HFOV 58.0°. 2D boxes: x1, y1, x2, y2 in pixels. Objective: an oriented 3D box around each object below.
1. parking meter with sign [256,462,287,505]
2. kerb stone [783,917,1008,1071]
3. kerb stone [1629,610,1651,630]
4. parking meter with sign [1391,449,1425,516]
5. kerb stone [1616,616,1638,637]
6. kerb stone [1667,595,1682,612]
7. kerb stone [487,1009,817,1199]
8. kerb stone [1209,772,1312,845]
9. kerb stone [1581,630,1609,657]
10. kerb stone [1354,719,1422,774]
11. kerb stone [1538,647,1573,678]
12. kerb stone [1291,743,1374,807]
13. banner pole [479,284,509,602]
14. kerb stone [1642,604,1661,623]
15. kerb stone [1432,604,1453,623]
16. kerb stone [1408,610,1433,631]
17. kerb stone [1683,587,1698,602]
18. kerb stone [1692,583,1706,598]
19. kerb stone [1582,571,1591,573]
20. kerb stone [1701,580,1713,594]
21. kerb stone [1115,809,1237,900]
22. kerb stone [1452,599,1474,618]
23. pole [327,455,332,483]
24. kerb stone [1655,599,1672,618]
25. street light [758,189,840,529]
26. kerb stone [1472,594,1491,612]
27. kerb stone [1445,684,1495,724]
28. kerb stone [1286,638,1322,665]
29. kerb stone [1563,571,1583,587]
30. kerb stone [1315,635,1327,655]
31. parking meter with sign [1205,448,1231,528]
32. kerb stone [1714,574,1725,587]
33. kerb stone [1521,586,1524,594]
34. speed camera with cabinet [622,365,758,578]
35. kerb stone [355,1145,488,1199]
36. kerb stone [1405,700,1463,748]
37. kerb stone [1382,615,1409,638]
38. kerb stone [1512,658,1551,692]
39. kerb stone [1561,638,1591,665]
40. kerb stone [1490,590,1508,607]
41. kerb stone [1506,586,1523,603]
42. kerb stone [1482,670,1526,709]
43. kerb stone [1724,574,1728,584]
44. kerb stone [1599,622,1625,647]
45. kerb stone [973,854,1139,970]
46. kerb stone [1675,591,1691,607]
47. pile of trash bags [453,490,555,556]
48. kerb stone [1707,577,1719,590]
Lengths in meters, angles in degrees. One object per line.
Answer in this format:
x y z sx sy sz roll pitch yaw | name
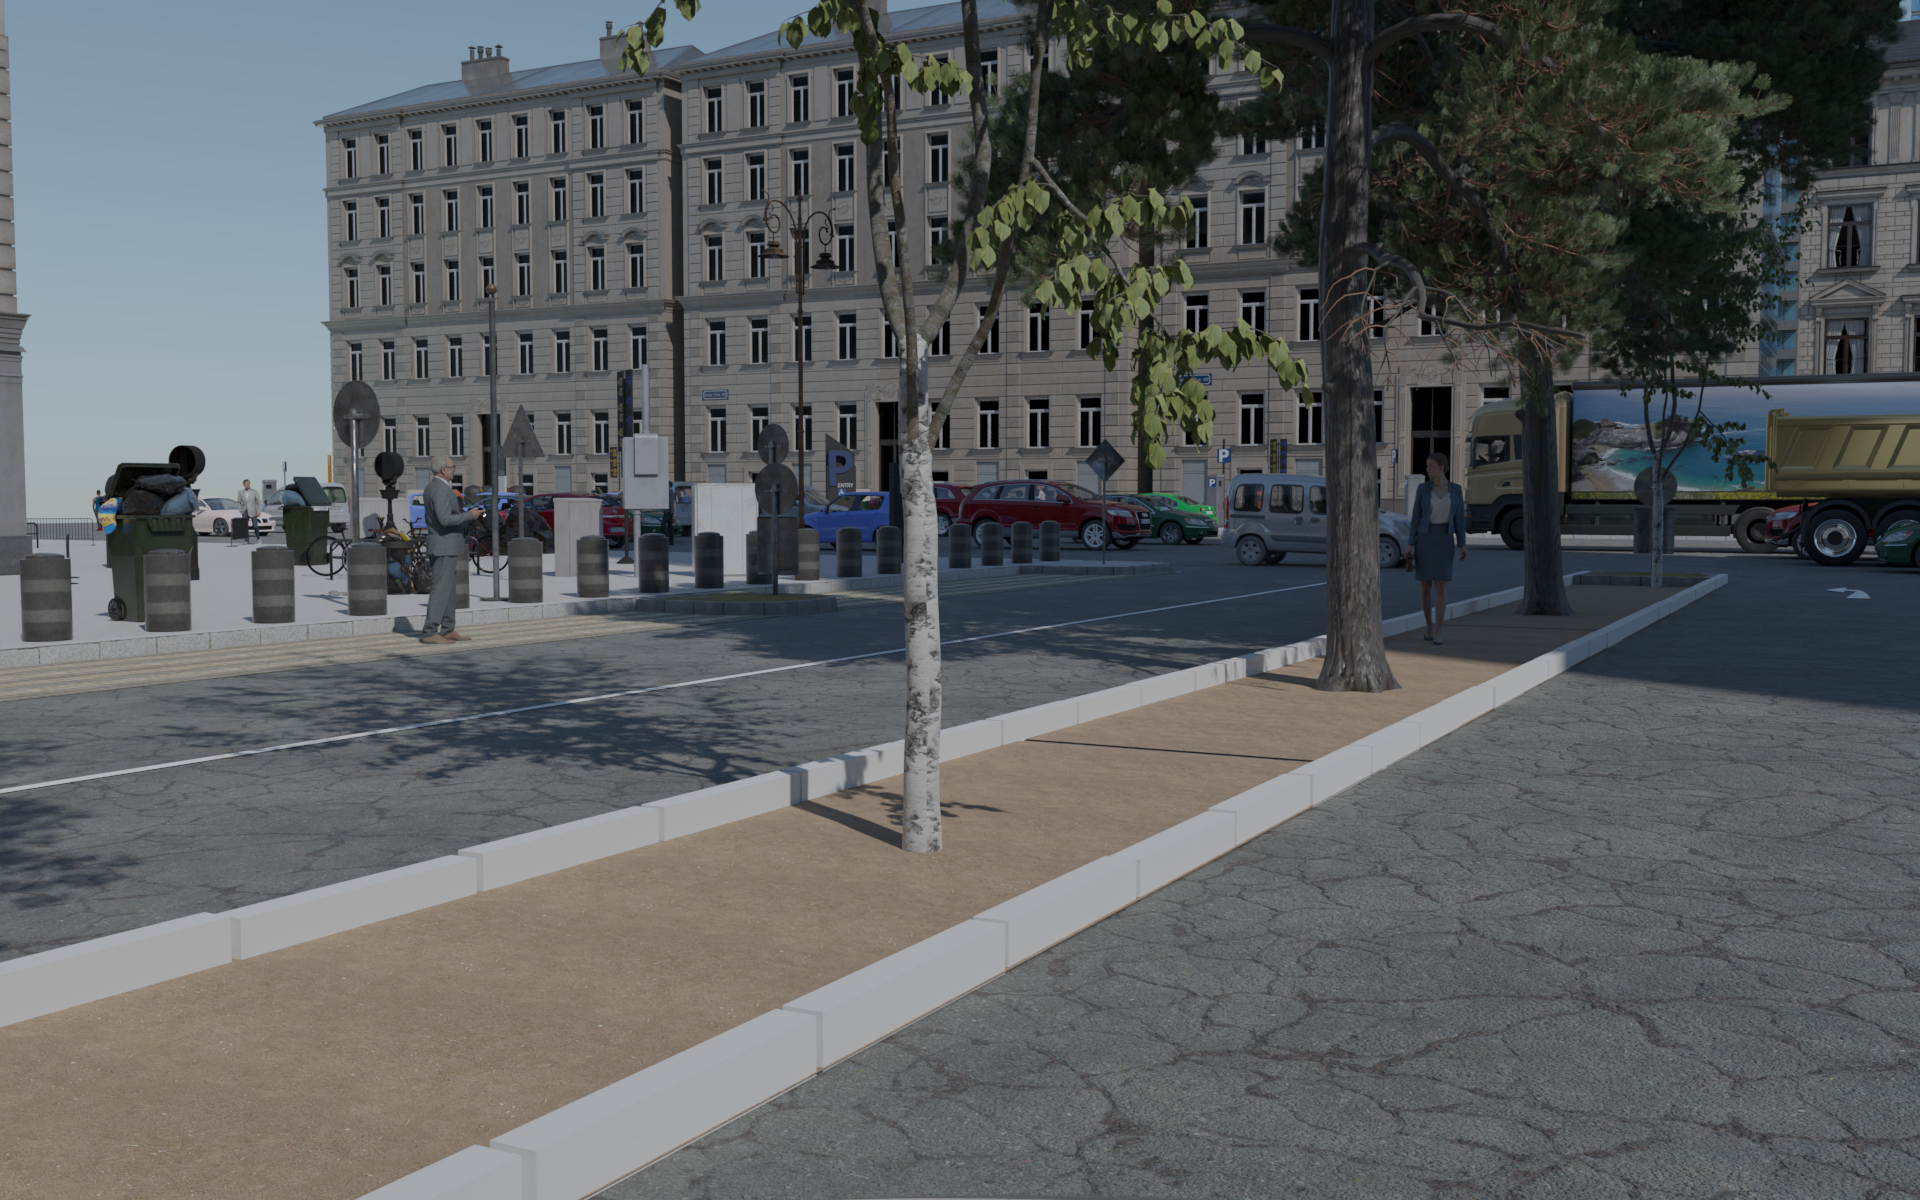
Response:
-36.922 -5.889 92.542 1.738 3.016 0.543 -2 4 -35 | parking meter with sign
-0.155 1.066 4.760 0.120 0.150 1.000 2 4 28 | kerb stone
7.162 0.235 18.349 0.120 0.150 1.000 2 4 28 | kerb stone
17.667 -4.342 67.255 1.738 3.016 0.543 0 4 -5 | parking meter with sign
6.674 0.291 17.445 0.120 0.150 1.000 2 4 28 | kerb stone
8.636 0.073 21.076 0.120 0.150 1.000 2 4 28 | kerb stone
-0.643 1.122 3.852 0.120 0.150 1.000 2 4 28 | kerb stone
1.304 0.900 7.482 0.120 0.150 1.000 2 4 28 | kerb stone
5.700 0.401 15.637 0.120 0.150 1.000 2 4 28 | kerb stone
2.285 0.790 9.289 0.120 0.150 1.000 2 4 28 | kerb stone
4.726 0.512 13.822 0.120 0.150 1.000 2 4 28 | kerb stone
1.799 0.845 8.385 0.120 0.150 1.000 2 4 28 | kerb stone
-5.629 -1.893 20.974 0.401 3.779 0.863 -1 4 -12 | banner pole
7.647 0.182 19.259 0.120 0.150 1.000 2 4 28 | kerb stone
5.304 0.174 19.348 0.120 0.150 1.000 2 4 28 | kerb stone
4.826 0.234 18.440 0.120 0.150 1.000 2 4 28 | kerb stone
9.603 -0.042 22.887 0.120 0.150 1.000 2 4 28 | kerb stone
10.096 -0.097 23.788 0.120 0.150 1.000 2 4 28 | kerb stone
10.205 -0.380 28.411 0.120 0.150 1.000 2 4 28 | kerb stone
10.584 -0.153 24.700 0.120 0.150 1.000 2 4 28 | kerb stone
0.819 0.962 6.578 0.120 0.150 1.000 2 4 28 | kerb stone
5.814 0.119 20.254 0.120 0.150 1.000 2 4 28 | kerb stone
-32.943 -5.916 90.571 0.158 3.312 0.155 0 3 0 | pole
8.137 0.124 20.161 0.120 0.150 1.000 2 4 28 | kerb stone
-2.437 -3.285 26.496 0.468 5.910 1.993 2 4 28 | street light
6.297 0.063 21.171 0.120 0.150 1.000 2 4 28 | kerb stone
3.252 0.678 11.103 0.120 0.150 1.000 2 4 28 | kerb stone
2.874 0.462 14.820 0.120 0.150 1.000 2 4 28 | kerb stone
9.714 -0.322 27.509 0.120 0.150 1.000 2 4 28 | kerb stone
3.367 0.396 15.725 0.120 0.150 1.000 2 4 28 | kerb stone
9.666 -4.244 65.647 0.543 3.016 1.738 2 4 32 | parking meter with sign
11.567 -0.264 26.517 0.120 0.150 1.000 2 4 28 | kerb stone
7.763 -0.103 23.882 0.120 0.150 1.000 2 4 28 | kerb stone
-4.190 -1.992 26.905 2.038 3.252 0.660 -1 4 -14 | speed camera with cabinet
-1.140 1.177 2.952 0.120 0.150 1.000 2 4 28 | kerb stone
2.772 0.734 10.196 0.120 0.150 1.000 2 4 28 | kerb stone
4.338 0.287 17.537 0.120 0.150 1.000 2 4 28 | kerb stone
4.236 0.570 12.920 0.120 0.150 1.000 2 4 28 | kerb stone
5.207 0.456 14.733 0.120 0.150 1.000 2 4 28 | kerb stone
6.789 0.008 22.072 0.120 0.150 1.000 2 4 28 | kerb stone
7.276 -0.045 22.976 0.120 0.150 1.000 2 4 28 | kerb stone
3.754 0.624 12.013 0.120 0.150 1.000 2 4 28 | kerb stone
12.050 -0.317 27.423 0.120 0.150 1.000 2 4 28 | kerb stone
6.193 0.347 16.538 0.120 0.150 1.000 2 4 28 | kerb stone
0.330 1.011 5.673 0.120 0.150 1.000 2 4 28 | kerb stone
9.122 0.013 21.979 0.120 0.150 1.000 2 4 28 | kerb stone
-9.874 -1.613 36.118 1.912 1.369 3.447 1 4 14 | pile of trash bags
11.068 -0.209 25.607 0.120 0.150 1.000 2 4 28 | kerb stone
